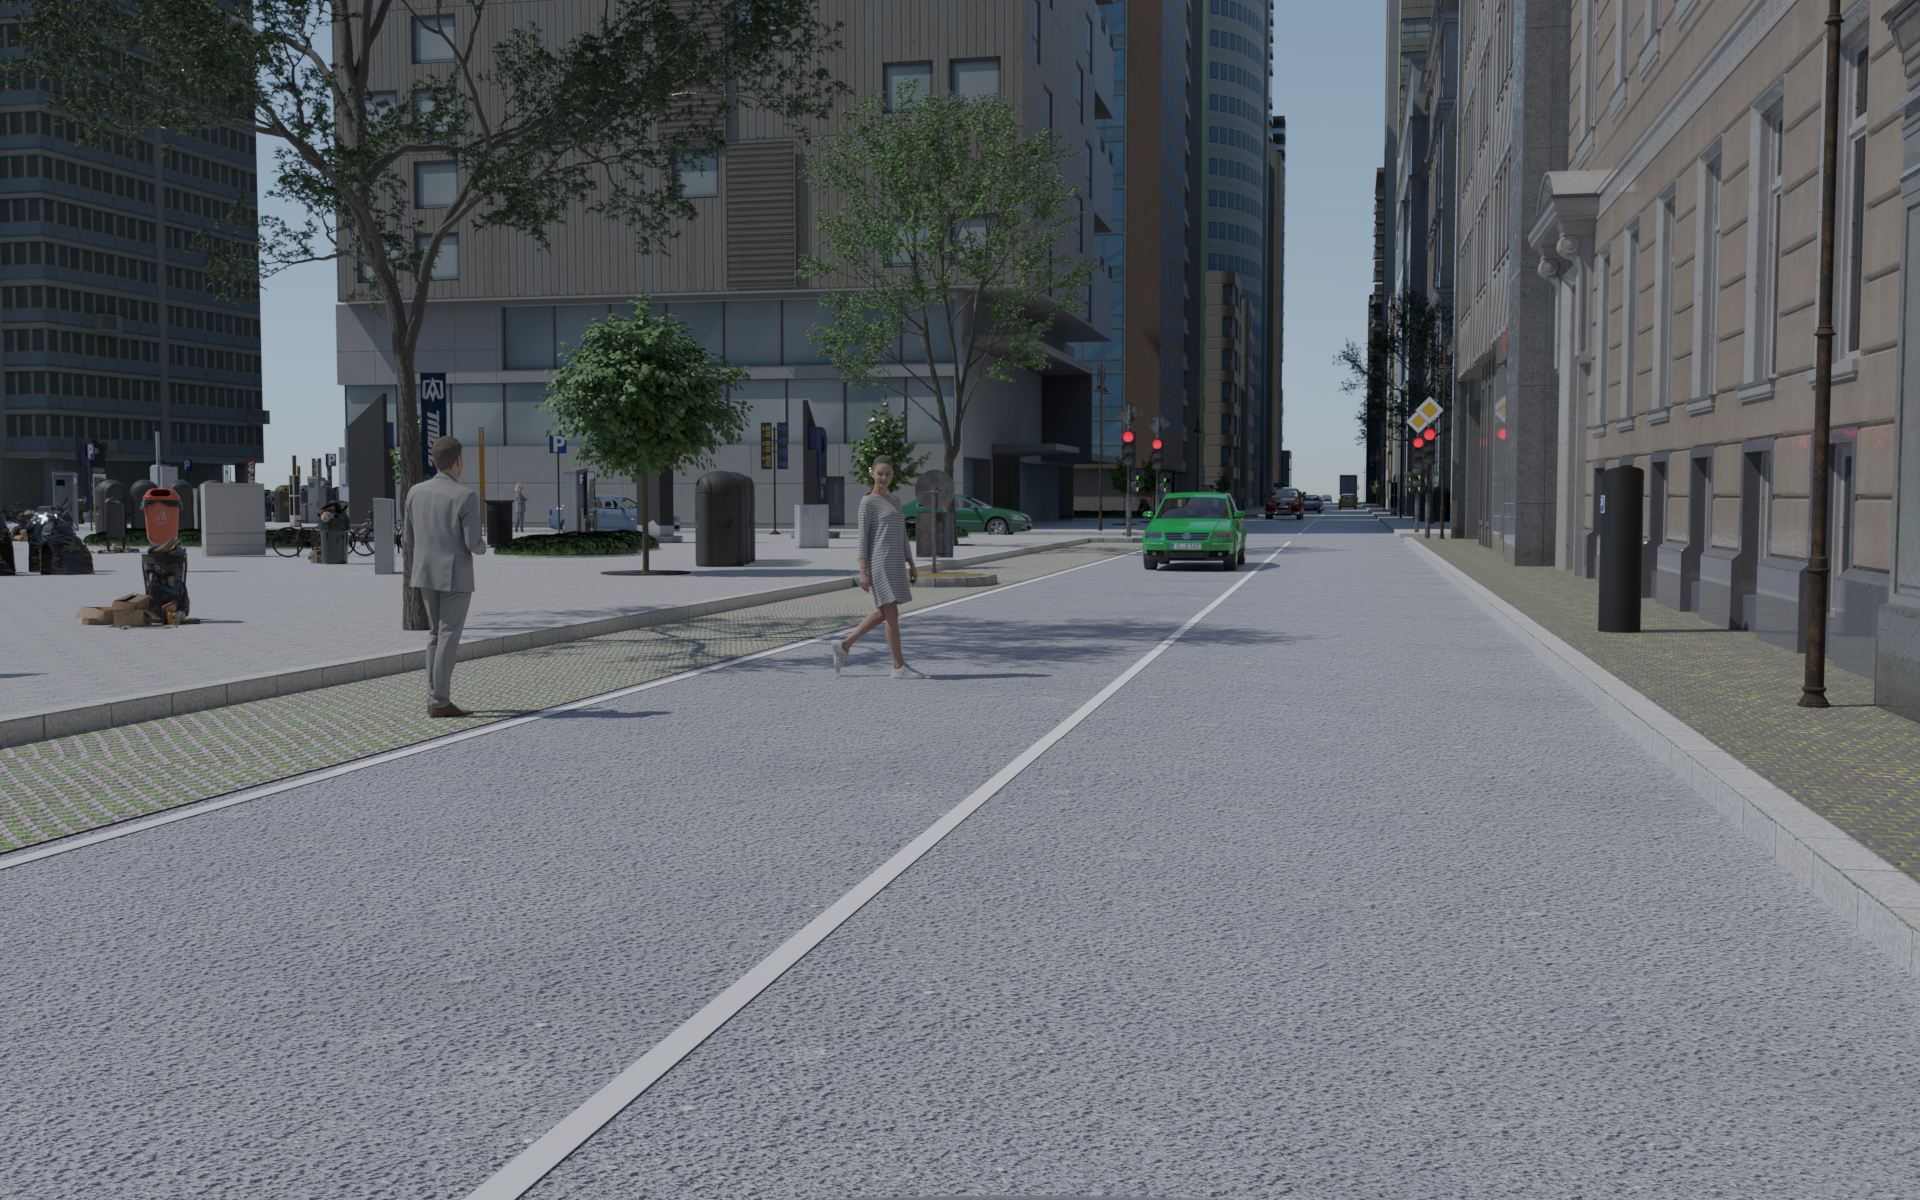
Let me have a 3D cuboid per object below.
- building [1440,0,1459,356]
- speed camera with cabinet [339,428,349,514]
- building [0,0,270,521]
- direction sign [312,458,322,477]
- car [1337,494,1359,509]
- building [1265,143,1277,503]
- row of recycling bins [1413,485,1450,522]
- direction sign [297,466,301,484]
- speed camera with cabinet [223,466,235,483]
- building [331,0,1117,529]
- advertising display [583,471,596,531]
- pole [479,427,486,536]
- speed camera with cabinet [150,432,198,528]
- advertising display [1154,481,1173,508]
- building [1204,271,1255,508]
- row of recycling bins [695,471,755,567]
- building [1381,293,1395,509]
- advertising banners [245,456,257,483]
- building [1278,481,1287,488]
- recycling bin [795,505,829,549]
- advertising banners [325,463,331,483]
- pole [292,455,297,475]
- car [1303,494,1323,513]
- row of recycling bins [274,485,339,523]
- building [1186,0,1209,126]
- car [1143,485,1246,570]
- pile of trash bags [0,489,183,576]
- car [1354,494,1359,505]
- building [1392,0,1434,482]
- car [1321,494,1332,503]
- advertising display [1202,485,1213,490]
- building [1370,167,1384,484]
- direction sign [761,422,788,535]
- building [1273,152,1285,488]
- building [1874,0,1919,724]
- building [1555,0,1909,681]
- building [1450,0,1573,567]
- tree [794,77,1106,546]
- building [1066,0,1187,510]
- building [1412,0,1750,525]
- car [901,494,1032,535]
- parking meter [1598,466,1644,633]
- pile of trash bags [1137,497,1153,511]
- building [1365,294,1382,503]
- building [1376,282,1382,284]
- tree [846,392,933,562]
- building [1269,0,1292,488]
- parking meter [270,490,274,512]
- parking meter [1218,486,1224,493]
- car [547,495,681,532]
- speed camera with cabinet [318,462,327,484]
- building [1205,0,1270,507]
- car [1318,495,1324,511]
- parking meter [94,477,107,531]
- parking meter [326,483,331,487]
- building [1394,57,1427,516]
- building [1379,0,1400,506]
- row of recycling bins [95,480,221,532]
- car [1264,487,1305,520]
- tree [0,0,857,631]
[{"bbox_3d":[27.033,-14.122,59.771,19.941,23.489,11.050,1,4,13],"label":"building"},{"bbox_3d":[-17.844,-3.522,51.919,2.038,3.252,0.660,3,5,41],"label":"speed camera with cabinet"},{"bbox_3d":[-52.465,-24.278,88.830,23.993,40.220,32.217,1,4,13],"label":"building"},{"bbox_3d":[-40.585,-7.177,109.337,0.876,3.537,0.379,2,4,30],"label":"direction sign"},{"bbox_3d":[37.136,-9.518,165.842,2.015,1.641,3.980,1,4,14],"label":"car"},{"bbox_3d":[28.508,-31.432,197.515,14.154,41.232,14.086,1,4,13],"label":"building"},{"bbox_3d":[22.755,-4.465,80.112,3.534,1.692,1.069,2,4,25],"label":"row of recycling bins"},{"bbox_3d":[-52.764,-8.947,138.279,0.379,3.537,0.876,0,4,-6],"label":"direction sign"},{"bbox_3d":[-52.800,-7.913,123.721,2.038,3.252,0.660,1,4,18],"label":"speed camera with cabinet"},{"bbox_3d":[-8.043,-29.719,75.138,28.713,52.752,27.495,1,4,13],"label":"building"},{"bbox_3d":[-10.420,-2.660,48.712,0.123,1.923,0.974,0,4,1],"label":"advertising display"},{"bbox_3d":[-14.543,-3.602,52.740,0.158,3.312,0.155,0,3,0],"label":"pole"},{"bbox_3d":[-24.763,-3.696,54.763,2.038,3.252,0.660,2,4,34],"label":"speed camera with cabinet"},{"bbox_3d":[10.213,-5.004,87.034,0.974,1.923,0.123,2,4,28],"label":"advertising display"},{"bbox_3d":[10.909,-18.726,151.208,27.650,21.520,28.899,1,4,13],"label":"building"},{"bbox_3d":[-4.313,-1.527,32.083,1.069,1.692,3.534,0,4,-4],"label":"row of recycling bins"},{"bbox_3d":[53.630,-19.278,160.237,27.650,21.520,28.899,1,4,13],"label":"building"},{"bbox_3d":[-33.600,-5.141,80.247,2.074,3.025,0.090,-3,4,-38],"label":"advertising banners"},{"bbox_3d":[29.690,-33.753,243.735,32.217,40.220,23.993,1,4,13],"label":"building"},{"bbox_3d":[-3.526,-1.750,41.161,0.722,1.027,0.722,-1,4,-13],"label":"recycling bin"},{"bbox_3d":[-35.059,-6.199,97.549,0.090,3.025,2.074,1,4,17],"label":"advertising banners"},{"bbox_3d":[-34.910,-5.936,90.902,0.158,3.312,0.155,0,3,0],"label":"pole"},{"bbox_3d":[26.360,-7.255,130.629,2.014,1.417,4.499,1,4,13],"label":"car"},{"bbox_3d":[-29.189,-4.355,78.322,3.534,1.692,1.069,0,4,-5],"label":"row of recycling bins"},{"bbox_3d":[10.004,-26.912,123.613,14.154,41.232,14.086,1,4,13],"label":"building"},{"bbox_3d":[4.644,-1.542,34.011,1.959,1.807,4.718,1,4,12],"label":"car"},{"bbox_3d":[-14.484,-1.122,28.103,3.447,1.369,1.912,-1,4,-21],"label":"pile of trash bags"},{"bbox_3d":[51.862,-13.331,229.763,2.131,1.459,4.920,1,4,14],"label":"car"},{"bbox_3d":[42.259,-27.878,139.407,14.154,41.232,14.086,1,4,13],"label":"building"},{"bbox_3d":[60.102,-16.619,284.079,2.083,1.381,4.827,1,4,12],"label":"car"},{"bbox_3d":[17.448,-7.165,122.366,0.974,1.923,0.123,3,5,43],"label":"advertising display"},{"bbox_3d":[65.044,-34.925,225.643,22.147,44.769,28.867,1,4,13],"label":"building"},{"bbox_3d":[-5.859,-3.838,54.745,0.876,3.537,0.379,1,4,10],"label":"direction sign"},{"bbox_3d":[34.283,-35.040,223.022,14.600,45.320,14.200,1,4,13],"label":"building"},{"bbox_3d":[8.162,-9.235,0.147,9.793,20.994,18.267,1,4,13],"label":"building"},{"bbox_3d":[14.338,-14.230,18.571,13.634,28.700,20.117,1,4,13],"label":"building"},{"bbox_3d":[17.877,-13.478,38.382,12.078,24.808,19.932,1,4,13],"label":"building"},{"bbox_3d":[-0.221,-7.158,42.787,9.928,11.665,9.643,0,3,0],"label":"tree"},{"bbox_3d":[5.668,-27.627,101.809,14.600,45.320,14.200,1,4,13],"label":"building"},{"bbox_3d":[30.731,-18.552,89.224,13.634,28.700,20.117,1,4,13],"label":"building"},{"bbox_3d":[-0.047,-2.784,57.314,4.920,1.459,2.131,1,4,11],"label":"car"},{"bbox_3d":[6.153,-0.472,16.121,0.372,1.533,0.369,0,3,0],"label":"parking meter"},{"bbox_3d":[11.034,-5.074,92.710,3.447,1.369,1.912,2,4,28],"label":"pile of trash bags"},{"bbox_3d":[65.534,-29.154,248.366,14.160,30.474,14.107,1,4,13],"label":"building"},{"bbox_3d":[75.805,-39.675,268.296,23.786,49.044,30.456,1,4,13],"label":"building"},{"bbox_3d":[-1.313,-2.347,32.973,1.663,3.219,1.824,0,3,0],"label":"tree"},{"bbox_3d":[40.693,-58.471,268.673,22.319,86.520,31.000,1,4,13],"label":"building"},{"bbox_3d":[-48.720,-6.989,122.685,0.372,1.533,0.369,0,3,0],"label":"parking meter"},{"bbox_3d":[18.179,-7.024,120.550,0.255,1.863,0.399,-2,4,-23],"label":"parking meter"},{"bbox_3d":[-11.693,-2.856,58.695,4.499,1.417,2.014,1,4,11],"label":"car"},{"bbox_3d":[-39.242,-6.820,105.844,0.660,3.252,2.038,0,4,5],"label":"speed camera with cabinet"},{"bbox_3d":[20.214,-38.851,177.208,21.231,58.520,28.212,1,4,13],"label":"building"},{"bbox_3d":[29.757,-8.199,146.423,2.083,1.381,4.827,1,4,15],"label":"car"},{"bbox_3d":[-28.749,-3.197,57.980,0.399,1.863,0.255,2,4,30],"label":"parking meter"},{"bbox_3d":[-32.811,-5.154,89.981,0.255,1.863,0.399,1,4,10],"label":"parking meter"},{"bbox_3d":[34.696,-20.590,114.140,11.434,29.767,29.804,1,4,13],"label":"building"},{"bbox_3d":[56.735,-39.516,188.092,21.231,58.520,28.212,1,4,13],"label":"building"},{"bbox_3d":[-23.076,-2.633,50.170,3.534,1.692,1.069,-2,4,-31],"label":"row of recycling bins"},{"bbox_3d":[18.412,-5.474,98.172,2.281,1.827,5.304,1,4,13],"label":"car"},{"bbox_3d":[-5.105,-5.015,16.403,8.767,10.594,7.601,0,4,0],"label":"tree"}]
